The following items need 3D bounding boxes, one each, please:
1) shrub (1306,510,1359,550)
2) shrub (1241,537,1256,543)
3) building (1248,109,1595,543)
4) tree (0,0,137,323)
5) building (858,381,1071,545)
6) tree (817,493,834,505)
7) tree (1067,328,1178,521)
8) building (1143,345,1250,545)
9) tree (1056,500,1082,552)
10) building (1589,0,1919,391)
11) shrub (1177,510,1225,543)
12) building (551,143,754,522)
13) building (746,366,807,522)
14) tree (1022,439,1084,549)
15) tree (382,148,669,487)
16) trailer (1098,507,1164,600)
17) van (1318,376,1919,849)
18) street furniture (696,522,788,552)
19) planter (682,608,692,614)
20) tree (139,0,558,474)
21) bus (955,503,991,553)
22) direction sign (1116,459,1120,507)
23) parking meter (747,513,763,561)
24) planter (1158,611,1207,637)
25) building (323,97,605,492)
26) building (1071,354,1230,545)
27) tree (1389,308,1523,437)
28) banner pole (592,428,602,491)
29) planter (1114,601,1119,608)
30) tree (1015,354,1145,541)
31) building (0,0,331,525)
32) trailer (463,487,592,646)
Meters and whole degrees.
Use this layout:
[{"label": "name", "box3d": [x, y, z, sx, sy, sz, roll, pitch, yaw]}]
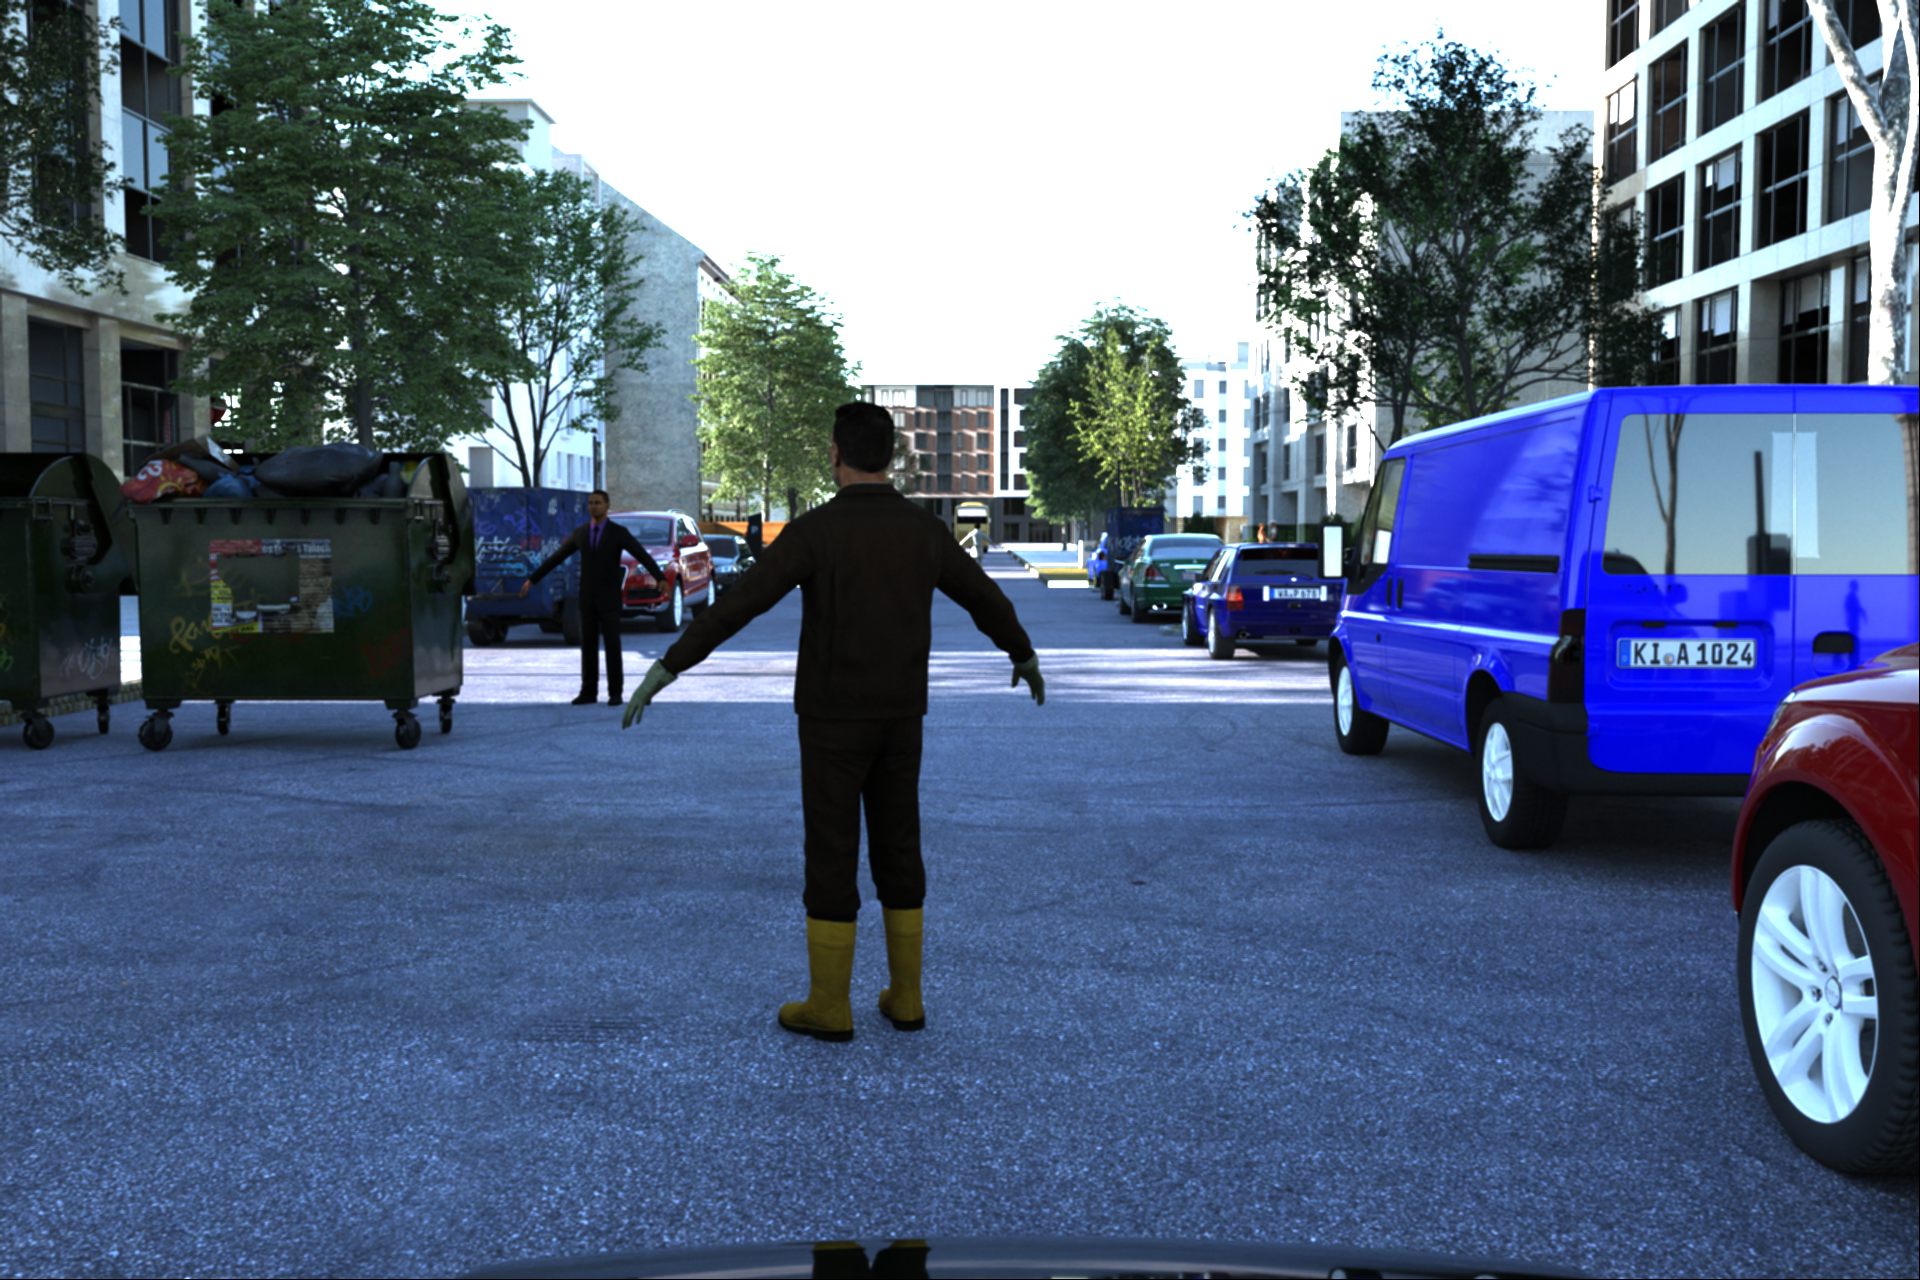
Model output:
[{"label": "shrub", "box3d": [11.509, -2.993, 53.361, 1.690, 2.028, 1.600, 0, 3, 0]}, {"label": "shrub", "box3d": [10.430, -3.142, 62.481, 1.383, 1.207, 1.383, 0, 3, 0]}, {"label": "building", "box3d": [24.309, -13.119, 80.947, 16.747, 18.905, 31.486, 0, 4, 1]}, {"label": "tree", "box3d": [-11.799, -5.077, 17.424, 8.767, 10.594, 7.601, 2, 4, 24]}, {"label": "building", "box3d": [2.672, -24.305, 243.821, 32.646, 21.610, 27.936, 0, 4, 1]}, {"label": "tree", "box3d": [-18.243, -17.776, 240.992, 4.360, 8.622, 3.978, 0, 3, 0]}, {"label": "tree", "box3d": [5.892, -6.775, 61.126, 4.737, 8.622, 4.395, 0, 3, 0]}, {"label": "building", "box3d": [24.185, -19.881, 181.468, 16.016, 20.090, 11.380, 0, 4, 0]}, {"label": "tree", "box3d": [8.396, -10.600, 123.672, 4.360, 8.622, 3.978, 0, 3, 0]}, {"label": "building", "box3d": [29.865, -14.416, 38.898, 19.351, 26.588, 34.151, 0, 4, 1]}, {"label": "shrub", "box3d": [7.259, -2.952, 52.689, 1.690, 2.028, 1.600, 0, 3, 0]}, {"label": "building", "box3d": [-23.126, -16.608, 102.476, 19.493, 23.208, 18.063, 0, 4, 1]}, {"label": "building", "box3d": [-25.574, -21.035, 174.857, 19.493, 23.208, 18.063, 0, 4, 2]}, {"label": "tree", "box3d": [9.014, -14.239, 150.935, 7.486, 12.596, 7.792, 0, 3, 0]}, {"label": "tree", "box3d": [-11.611, -7.392, 46.621, 9.928, 11.665, 9.643, 0, 3, 0]}, {"label": "trailer", "box3d": [3.809, -1.923, 38.491, 1.471, 1.999, 3.904, 0, 4, 0]}, {"label": "van", "box3d": [3.398, -0.314, 9.515, 2.240, 2.365, 5.245, 0, 4, 1]}, {"label": "street furniture", "box3d": [-8.659, -3.494, 63.985, 11.010, 1.723, 9.812, 1, 4, 20]}, {"label": "planter", "box3d": [-5.681, -0.669, 32.071, 1.991, 0.319, 1.994, 0, 4, 2]}, {"label": "tree", "box3d": [-11.168, -6.962, 31.962, 7.486, 12.596, 7.792, 0, 3, 0]}, {"label": "bus", "box3d": [0.972, -8.753, 134.656, 2.896, 3.916, 12.252, 0, 4, 1]}, {"label": "direction sign", "box3d": [4.843, -3.731, 52.996, 0.379, 3.537, 0.876, 0, 4, 0]}, {"label": "parking meter", "box3d": [-5.588, -2.535, 47.159, 0.399, 1.863, 0.255, 0, 4, 1]}, {"label": "planter", "box3d": [3.888, -0.231, 24.910, 1.991, 0.319, 1.994, 0, 4, 0]}, {"label": "building", "box3d": [-23.573, -13.464, 76.562, 16.016, 20.090, 11.380, 0, 4, 2]}, {"label": "building", "box3d": [27.482, -22.547, 212.618, 27.936, 21.610, 32.646, 0, 4, 1]}, {"label": "tree", "box3d": [16.035, -6.423, 55.383, 4.737, 8.622, 4.395, 0, 3, 0]}, {"label": "banner pole", "box3d": [-8.579, -3.121, 41.038, 0.401, 3.779, 0.863, 0, 4, 2]}, {"label": "planter", "box3d": [4.066, -0.800, 34.226, 1.991, 0.319, 1.994, 0, 4, 2]}, {"label": "tree", "box3d": [8.547, -12.811, 116.109, 9.857, 13.997, 8.962, 0, 3, 0]}, {"label": "building", "box3d": [-31.644, -16.631, 38.140, 22.709, 31.103, 35.509, 0, 4, 0]}, {"label": "trailer", "box3d": [-5.545, -0.901, 21.785, 1.471, 1.999, 3.904, 0, 4, 1]}]
